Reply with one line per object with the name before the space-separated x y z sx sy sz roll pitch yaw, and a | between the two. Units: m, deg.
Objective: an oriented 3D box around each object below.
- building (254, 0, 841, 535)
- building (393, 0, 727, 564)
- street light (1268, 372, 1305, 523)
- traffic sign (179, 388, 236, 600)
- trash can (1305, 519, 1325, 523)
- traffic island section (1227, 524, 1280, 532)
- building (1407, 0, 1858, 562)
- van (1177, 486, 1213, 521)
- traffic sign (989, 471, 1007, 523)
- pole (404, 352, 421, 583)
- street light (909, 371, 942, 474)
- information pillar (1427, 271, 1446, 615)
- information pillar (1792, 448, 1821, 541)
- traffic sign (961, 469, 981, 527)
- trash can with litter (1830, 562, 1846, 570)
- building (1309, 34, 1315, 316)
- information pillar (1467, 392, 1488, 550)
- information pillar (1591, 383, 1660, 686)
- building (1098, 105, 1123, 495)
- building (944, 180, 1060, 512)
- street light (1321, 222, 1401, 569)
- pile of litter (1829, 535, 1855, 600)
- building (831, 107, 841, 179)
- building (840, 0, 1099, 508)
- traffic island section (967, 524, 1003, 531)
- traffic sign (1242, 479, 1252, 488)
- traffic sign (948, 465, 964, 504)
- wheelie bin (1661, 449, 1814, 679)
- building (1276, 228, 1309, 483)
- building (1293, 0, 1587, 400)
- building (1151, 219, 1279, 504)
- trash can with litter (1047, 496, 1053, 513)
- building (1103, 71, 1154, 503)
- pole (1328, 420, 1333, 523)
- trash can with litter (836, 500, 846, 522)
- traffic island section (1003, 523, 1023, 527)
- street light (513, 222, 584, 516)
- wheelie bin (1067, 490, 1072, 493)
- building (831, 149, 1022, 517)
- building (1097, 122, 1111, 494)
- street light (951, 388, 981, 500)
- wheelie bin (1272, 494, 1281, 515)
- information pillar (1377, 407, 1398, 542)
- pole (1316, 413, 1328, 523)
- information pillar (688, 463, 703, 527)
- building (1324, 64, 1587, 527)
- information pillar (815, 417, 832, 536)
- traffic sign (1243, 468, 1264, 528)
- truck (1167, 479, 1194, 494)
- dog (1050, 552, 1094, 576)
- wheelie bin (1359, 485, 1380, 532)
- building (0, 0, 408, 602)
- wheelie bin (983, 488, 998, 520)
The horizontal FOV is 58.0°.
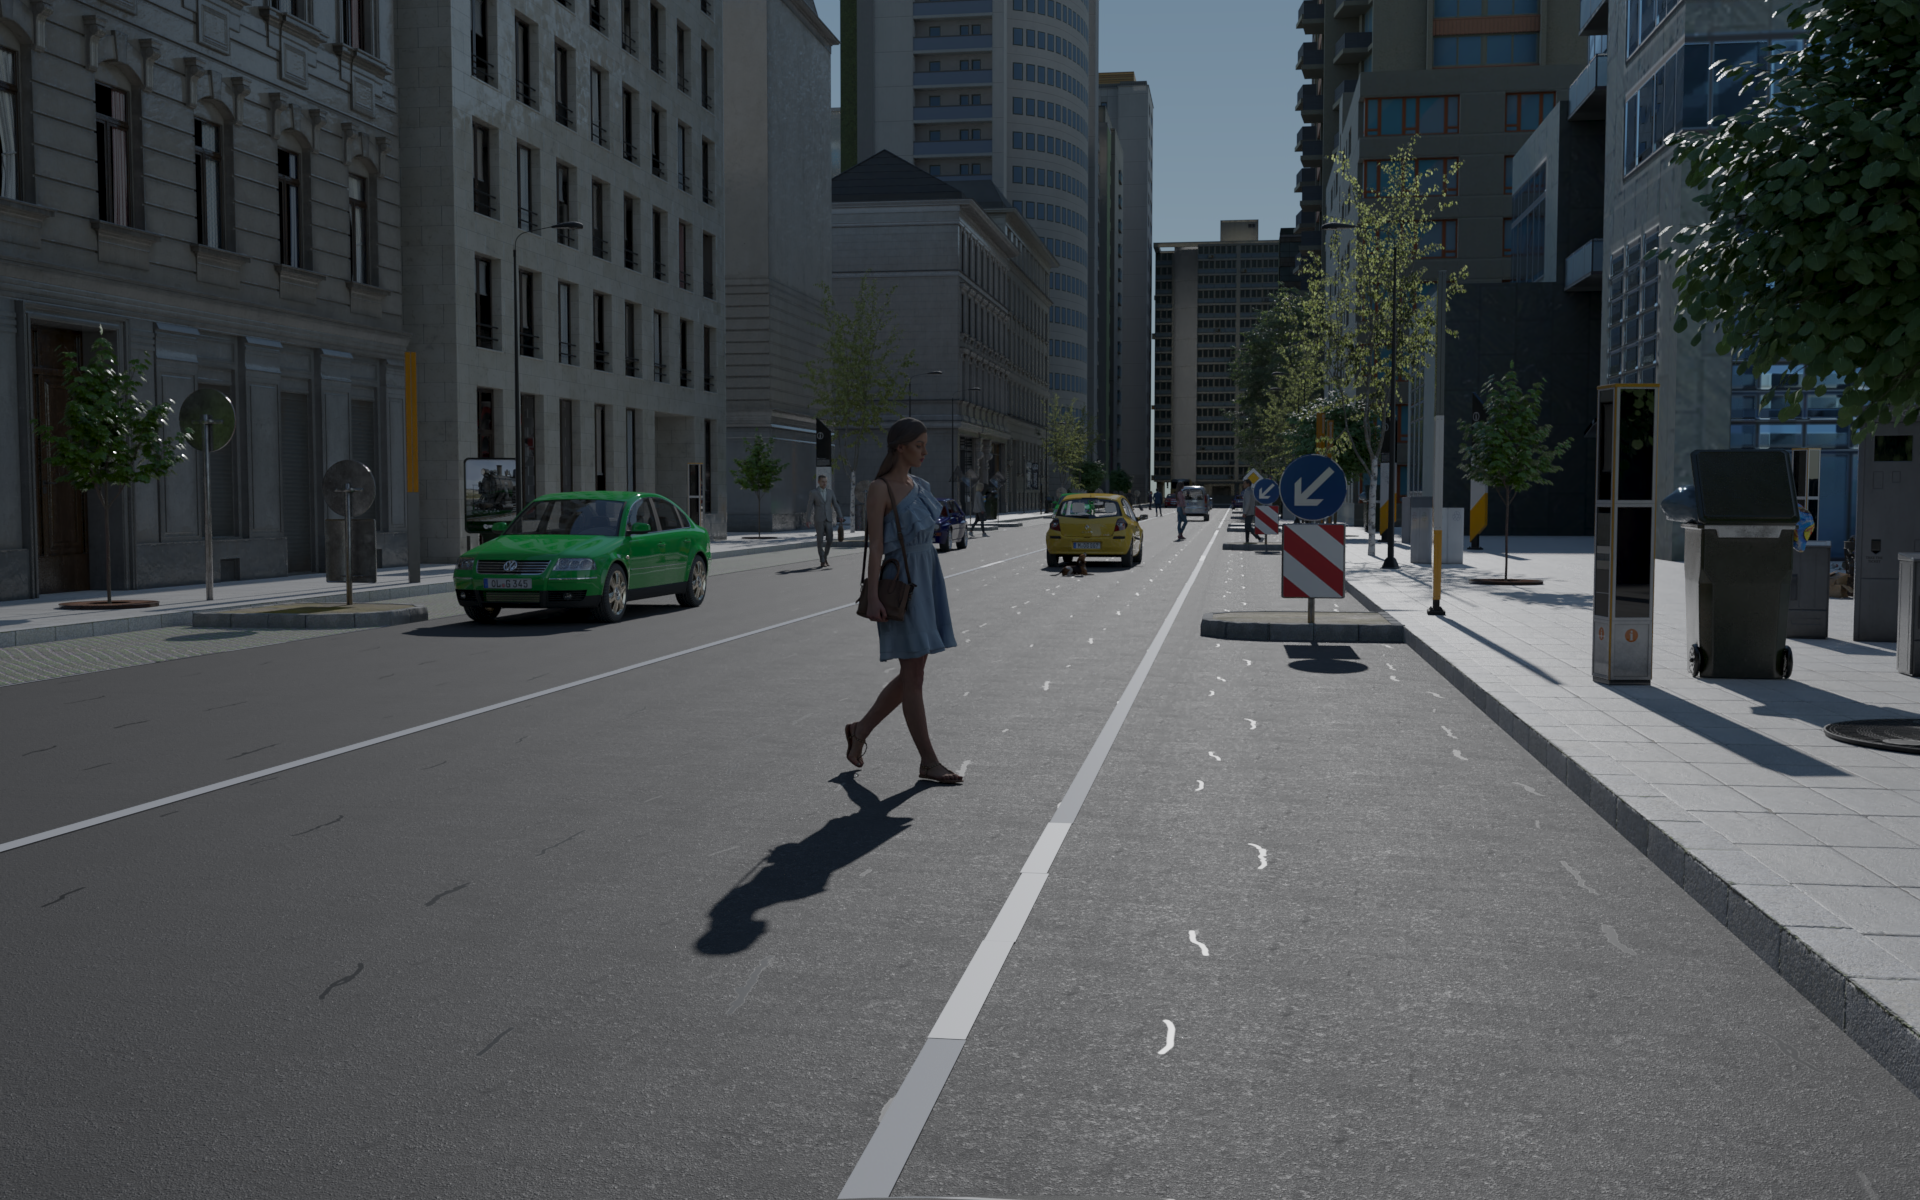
building | -14.337 -13.095 63.260 18.267 20.994 9.793 1 4 9
building | -12.943 -11.342 40.201 10.420 20.320 16.860 1 4 9
street light | 12.557 -5.717 66.020 1.470 5.913 1.316 1 4 9
traffic sign | -9.067 -1.269 20.855 0.768 2.556 0.104 1 4 12
trash can | 11.279 -2.652 55.018 0.748 1.137 0.748 0 3 0
traffic island section | 11.243 -2.696 66.356 2.009 0.180 2.903 1 4 9
building | 25.022 -44.738 44.131 22.319 86.520 31.000 1 4 9
van | 12.663 -5.310 93.826 2.013 2.044 4.112 1 4 10
traffic sign | 1.676 -4.420 75.911 0.795 2.450 0.064 1 4 9
pole | -7.905 -1.905 24.991 0.158 3.312 0.155 0 3 0
street light | -1.364 -5.697 65.692 1.470 5.913 1.316 1 4 9
information pillar | 5.102 -1.658 18.463 0.183 3.616 0.504 1 4 13
information pillar | 13.553 -1.425 27.790 0.304 2.012 0.304 -2 4 -26
traffic sign | 0.414 -3.938 68.025 0.795 2.450 0.064 1 4 9
trash can with litter | 15.609 -1.152 29.889 2.233 1.210 1.678 -2 4 -32
building | 42.626 -44.646 168.208 20.563 71.187 20.611 1 4 9
information pillar | 11.914 -2.960 39.750 0.183 3.616 0.504 -2 4 -26
information pillar | 4.485 -0.440 11.685 0.304 2.012 0.304 0 4 -2
building | 8.900 -36.139 214.579 21.600 48.544 21.300 1 4 9
building | -1.805 -18.394 134.021 16.112 22.955 30.059 1 4 9
street light | 6.874 -3.497 29.713 1.470 5.913 1.316 1 4 9
pile of litter | 11.067 -0.477 21.764 1.176 0.858 1.719 3 5 40
building | -16.911 -36.598 217.982 30.456 49.044 23.786 1 4 9
building | 1.574 -38.130 165.424 21.231 58.520 28.212 1 4 9
traffic island section | 0.390 -2.802 68.091 2.009 0.180 2.903 1 4 9
traffic sign | 12.480 -4.313 74.167 0.795 2.450 0.064 1 4 9
traffic sign | -0.102 -4.737 77.452 0.884 2.594 0.081 1 4 14
wheelie bin | 5.451 -0.264 12.224 0.980 1.594 0.693 1 4 11
building | 41.563 -25.477 188.243 14.160 30.474 14.107 1 4 9
building | 34.953 -28.582 121.938 22.147 44.769 28.867 1 4 9
building | 39.779 -34.022 248.141 23.993 40.220 32.217 1 4 9
trash can with litter | 6.242 -6.627 119.735 0.624 1.170 1.055 -1 4 -16
building | 13.084 -43.093 246.573 28.212 58.520 21.231 1 4 9
pole | 10.229 -3.309 47.951 0.158 3.312 0.155 0 3 0
trash can with litter | -5.655 -4.086 78.189 0.624 1.170 1.055 2 4 34
traffic island section | 1.652 -3.284 75.976 2.009 0.180 2.903 1 4 9
street light | -7.105 -3.500 29.768 1.470 5.913 1.316 1 4 9
wheelie bin | 7.929 -7.261 126.630 0.693 1.594 0.980 1 4 20
building | -4.221 -15.163 98.821 10.553 20.767 40.483 1 4 9
building | 8.613 -30.741 186.213 14.154 41.232 14.086 1 4 9
street light | 0.209 -6.325 75.962 1.470 5.913 1.316 1 4 9
wheelie bin | 19.877 -6.160 108.626 0.693 1.594 0.980 1 4 22
information pillar | 11.391 -3.347 46.073 0.183 3.616 0.504 -3 4 -37
pole | 9.041 -3.036 43.483 0.158 3.312 0.155 0 3 0
information pillar | -6.232 -2.223 40.840 0.304 2.012 0.304 0 4 4
building | 32.818 -14.532 82.636 28.899 21.520 27.650 1 4 9
information pillar | -4.170 -3.764 52.894 0.504 3.616 0.183 1 4 19
traffic sign | 11.218 -3.831 66.282 0.795 2.450 0.064 1 4 9
truck | 28.188 -13.755 220.825 3.469 3.379 9.791 1 4 9
dog | 1.966 -0.625 30.413 0.748 0.427 0.550 1 4 12
wheelie bin | 13.999 -3.108 58.719 0.980 1.594 0.693 0 4 1
building | -15.805 -10.587 22.243 9.793 20.994 18.267 1 4 9
wheelie bin | 1.562 -4.842 87.081 0.693 1.594 0.980 3 4 37
